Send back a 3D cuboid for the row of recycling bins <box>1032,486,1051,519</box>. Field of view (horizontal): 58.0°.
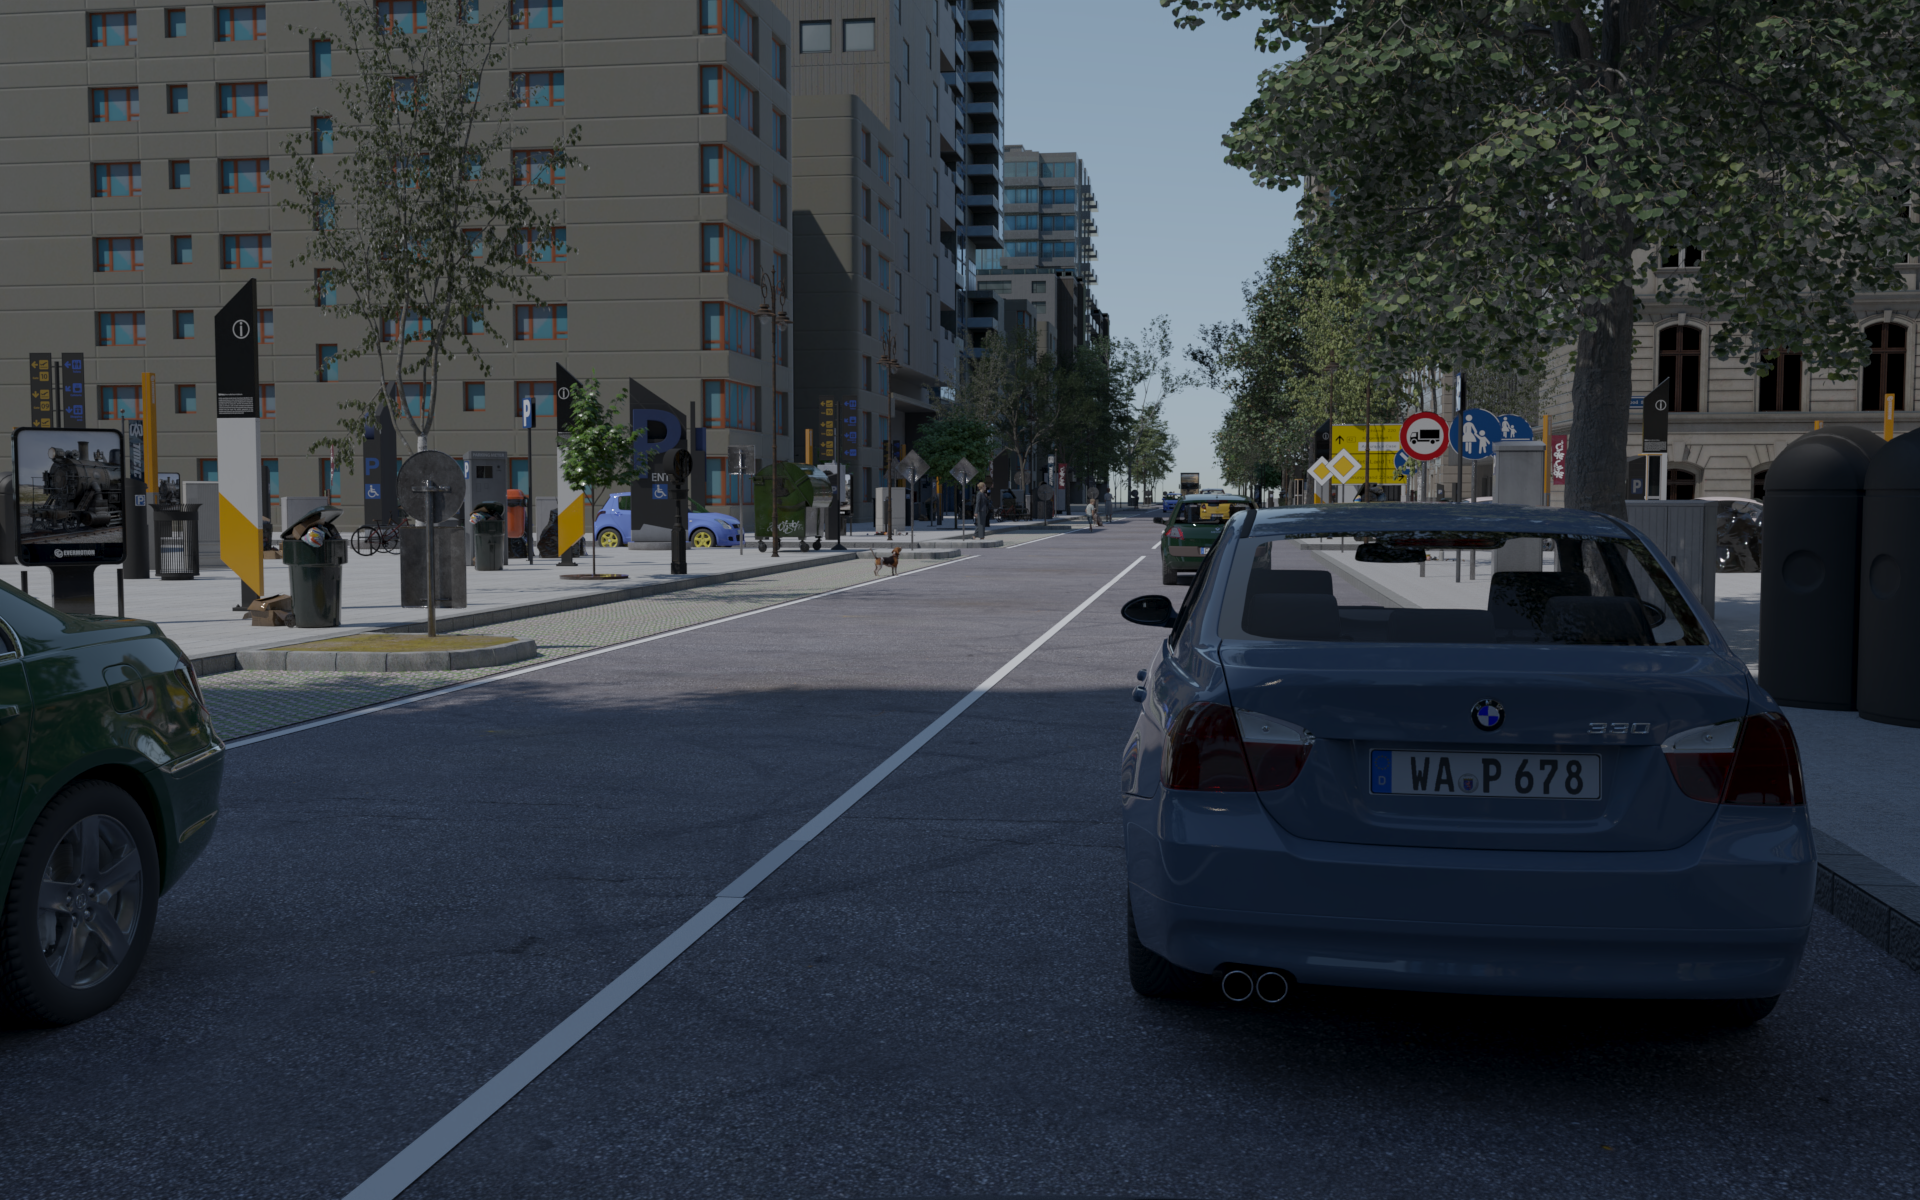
[{"bbox_3d":[4.304,-5.146,91.243,1.069,1.692,3.534,0,4,4],"label":"row of recycling bins"}]

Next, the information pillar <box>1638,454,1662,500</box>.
[{"bbox_3d":[12.657,-1.672,31.824,0.304,2.012,0.304,-1,4,-11],"label":"information pillar"}]

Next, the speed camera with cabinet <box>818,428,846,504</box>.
[{"bbox_3d":[-4.475,-3.534,52.117,2.038,3.252,0.660,2,4,24],"label":"speed camera with cabinet"}]

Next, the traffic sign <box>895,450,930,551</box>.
[{"bbox_3d":[-1.079,-2.176,39.224,0.795,2.450,0.064,1,4,8],"label":"traffic sign"}]

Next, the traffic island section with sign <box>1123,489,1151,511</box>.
[{"bbox_3d":[14.662,-8.320,144.656,1.989,1.847,2.006,1,4,8],"label":"traffic island section with sign"}]

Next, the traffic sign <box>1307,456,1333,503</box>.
[{"bbox_3d":[9.539,-2.572,45.695,0.795,2.450,0.064,1,4,8],"label":"traffic sign"}]

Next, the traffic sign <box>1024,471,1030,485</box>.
[{"bbox_3d":[3.594,-5.911,96.753,0.768,2.556,0.104,1,4,12],"label":"traffic sign"}]

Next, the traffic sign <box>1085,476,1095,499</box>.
[{"bbox_3d":[9.109,-7.425,121.504,0.768,2.556,0.104,1,4,13],"label":"traffic sign"}]

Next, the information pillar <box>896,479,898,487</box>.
[{"bbox_3d":[-2.925,-4.763,82.362,0.304,2.012,0.304,1,4,16],"label":"information pillar"}]

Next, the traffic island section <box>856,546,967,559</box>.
[{"bbox_3d":[-1.104,-1.040,39.290,2.009,0.180,2.903,1,4,8],"label":"traffic island section"}]

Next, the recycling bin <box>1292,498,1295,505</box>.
[{"bbox_3d":[20.377,-5.735,106.317,0.722,1.027,0.722,-2,4,-35],"label":"recycling bin"}]

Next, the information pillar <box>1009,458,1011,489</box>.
[{"bbox_3d":[3.228,-7.404,112.408,0.183,3.616,0.504,1,4,8],"label":"information pillar"}]

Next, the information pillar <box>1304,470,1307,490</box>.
[{"bbox_3d":[23.788,-7.850,119.703,0.183,3.616,0.504,-2,4,-27],"label":"information pillar"}]

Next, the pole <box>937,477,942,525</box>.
[{"bbox_3d":[-0.849,-4.725,71.091,0.158,3.312,0.155,0,3,0],"label":"pole"}]

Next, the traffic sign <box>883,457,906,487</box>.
[{"bbox_3d":[-2.250,-3.672,60.045,0.884,2.594,0.081,1,4,15],"label":"traffic sign"}]

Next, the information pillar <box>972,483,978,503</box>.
[{"bbox_3d":[0.943,-6.431,109.640,0.304,2.012,0.304,-3,5,-44],"label":"information pillar"}]

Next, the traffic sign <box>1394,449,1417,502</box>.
[{"bbox_3d":[12.052,-2.843,46.591,0.768,2.556,0.104,1,4,11],"label":"traffic sign"}]

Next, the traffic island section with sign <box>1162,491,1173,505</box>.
[{"bbox_3d":[26.888,-13.316,226.338,1.989,1.847,2.006,1,4,8],"label":"traffic island section with sign"}]

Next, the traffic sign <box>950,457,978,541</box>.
[{"bbox_3d":[0.102,-2.659,47.122,0.795,2.450,0.064,1,4,8],"label":"traffic sign"}]

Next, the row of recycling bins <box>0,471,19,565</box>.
[{"bbox_3d":[-18.578,-1.467,31.092,3.534,1.692,1.069,-2,4,-25],"label":"row of recycling bins"}]

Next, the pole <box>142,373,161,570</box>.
[{"bbox_3d":[-13.630,-2.162,29.189,0.158,3.312,0.155,0,3,0],"label":"pole"}]

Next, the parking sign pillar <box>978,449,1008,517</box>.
[{"bbox_3d":[2.110,-6.721,98.366,1.447,3.967,1.447,-3,4,-37],"label":"parking sign pillar"}]

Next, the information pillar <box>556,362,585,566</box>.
[{"bbox_3d":[-6.904,-2.404,30.662,0.504,3.616,0.183,1,4,10],"label":"information pillar"}]

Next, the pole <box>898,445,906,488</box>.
[{"bbox_3d":[-2.344,-4.745,71.419,0.158,3.312,0.155,0,3,0],"label":"pole"}]

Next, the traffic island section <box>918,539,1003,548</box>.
[{"bbox_3d":[0.078,-1.523,47.187,2.009,0.180,2.903,1,4,8],"label":"traffic island section"}]

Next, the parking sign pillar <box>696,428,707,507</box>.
[{"bbox_3d":[-7.726,-3.825,51.014,1.447,3.967,1.447,-1,4,-9],"label":"parking sign pillar"}]

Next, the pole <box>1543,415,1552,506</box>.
[{"bbox_3d":[15.156,-3.115,44.767,0.158,3.312,0.155,0,3,0],"label":"pole"}]

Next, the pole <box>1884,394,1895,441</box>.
[{"bbox_3d":[18.947,-2.541,35.394,0.158,3.312,0.155,0,3,0],"label":"pole"}]

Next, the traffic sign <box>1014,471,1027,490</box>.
[{"bbox_3d":[3.368,-5.890,96.408,0.768,2.556,0.104,1,4,15],"label":"traffic sign"}]

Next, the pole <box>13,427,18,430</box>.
[{"bbox_3d":[-28.684,-3.601,52.720,0.158,3.312,0.155,0,3,0],"label":"pole"}]

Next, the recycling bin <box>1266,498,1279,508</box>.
[{"bbox_3d":[18.636,-5.528,102.940,0.722,1.027,0.722,0,4,-3],"label":"recycling bin"}]

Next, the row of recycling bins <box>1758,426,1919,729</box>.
[{"bbox_3d":[5.720,-0.132,9.264,1.069,1.692,3.534,-1,4,-18],"label":"row of recycling bins"}]

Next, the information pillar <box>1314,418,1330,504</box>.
[{"bbox_3d":[11.192,-3.799,53.468,0.504,3.616,0.183,-1,4,-17],"label":"information pillar"}]

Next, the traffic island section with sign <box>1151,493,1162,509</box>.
[{"bbox_3d":[18.780,-10.002,172.155,1.989,1.847,2.006,1,4,8],"label":"traffic island section with sign"}]

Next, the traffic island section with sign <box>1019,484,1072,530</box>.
[{"bbox_3d":[3.468,-3.739,69.762,1.989,1.847,2.006,1,4,8],"label":"traffic island section with sign"}]

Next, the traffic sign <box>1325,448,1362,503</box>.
[{"bbox_3d":[8.357,-2.089,37.797,0.795,2.450,0.064,1,4,8],"label":"traffic sign"}]

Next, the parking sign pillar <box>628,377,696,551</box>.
[{"bbox_3d":[-6.935,-3.145,39.899,1.447,3.967,1.447,-1,4,-13],"label":"parking sign pillar"}]

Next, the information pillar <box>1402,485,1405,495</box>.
[{"bbox_3d":[21.993,-5.781,85.876,0.183,3.616,0.504,0,4,3],"label":"information pillar"}]

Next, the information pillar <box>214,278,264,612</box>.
[{"bbox_3d":[-7.854,-1.685,18.902,0.504,3.616,0.183,1,4,12],"label":"information pillar"}]

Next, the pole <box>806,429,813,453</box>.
[{"bbox_3d":[-4.743,-3.712,54.533,0.158,3.312,0.155,0,3,0],"label":"pole"}]

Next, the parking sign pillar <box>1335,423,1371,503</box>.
[{"bbox_3d":[14.536,-4.616,63.946,1.447,3.967,1.447,1,4,14],"label":"parking sign pillar"}]

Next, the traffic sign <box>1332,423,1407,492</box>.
[{"bbox_3d":[11.852,-3.439,50.098,2.265,3.308,0.079,1,4,18],"label":"traffic sign"}]

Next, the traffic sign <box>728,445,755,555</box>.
[{"bbox_3d":[-4.597,-2.095,36.380,0.606,2.300,0.079,1,4,16],"label":"traffic sign"}]

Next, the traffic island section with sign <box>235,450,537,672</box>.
[{"bbox_3d":[-4.754,-0.378,14.812,1.989,1.847,2.006,1,4,8],"label":"traffic island section with sign"}]

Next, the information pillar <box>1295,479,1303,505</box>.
[{"bbox_3d":[16.786,-4.975,85.828,0.304,2.012,0.304,-1,4,-19],"label":"information pillar"}]

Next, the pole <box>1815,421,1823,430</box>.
[{"bbox_3d":[23.870,-3.326,48.226,0.158,3.312,0.155,0,3,0],"label":"pole"}]

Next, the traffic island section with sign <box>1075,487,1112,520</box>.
[{"bbox_3d":[7.453,-5.375,96.502,1.989,1.847,2.006,1,4,8],"label":"traffic island section with sign"}]

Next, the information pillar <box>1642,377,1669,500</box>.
[{"bbox_3d":[14.003,-2.663,34.897,0.504,3.616,0.183,1,4,8],"label":"information pillar"}]

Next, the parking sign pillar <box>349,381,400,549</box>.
[{"bbox_3d":[-13.611,-3.192,40.666,1.447,3.967,1.447,0,4,-2],"label":"parking sign pillar"}]
